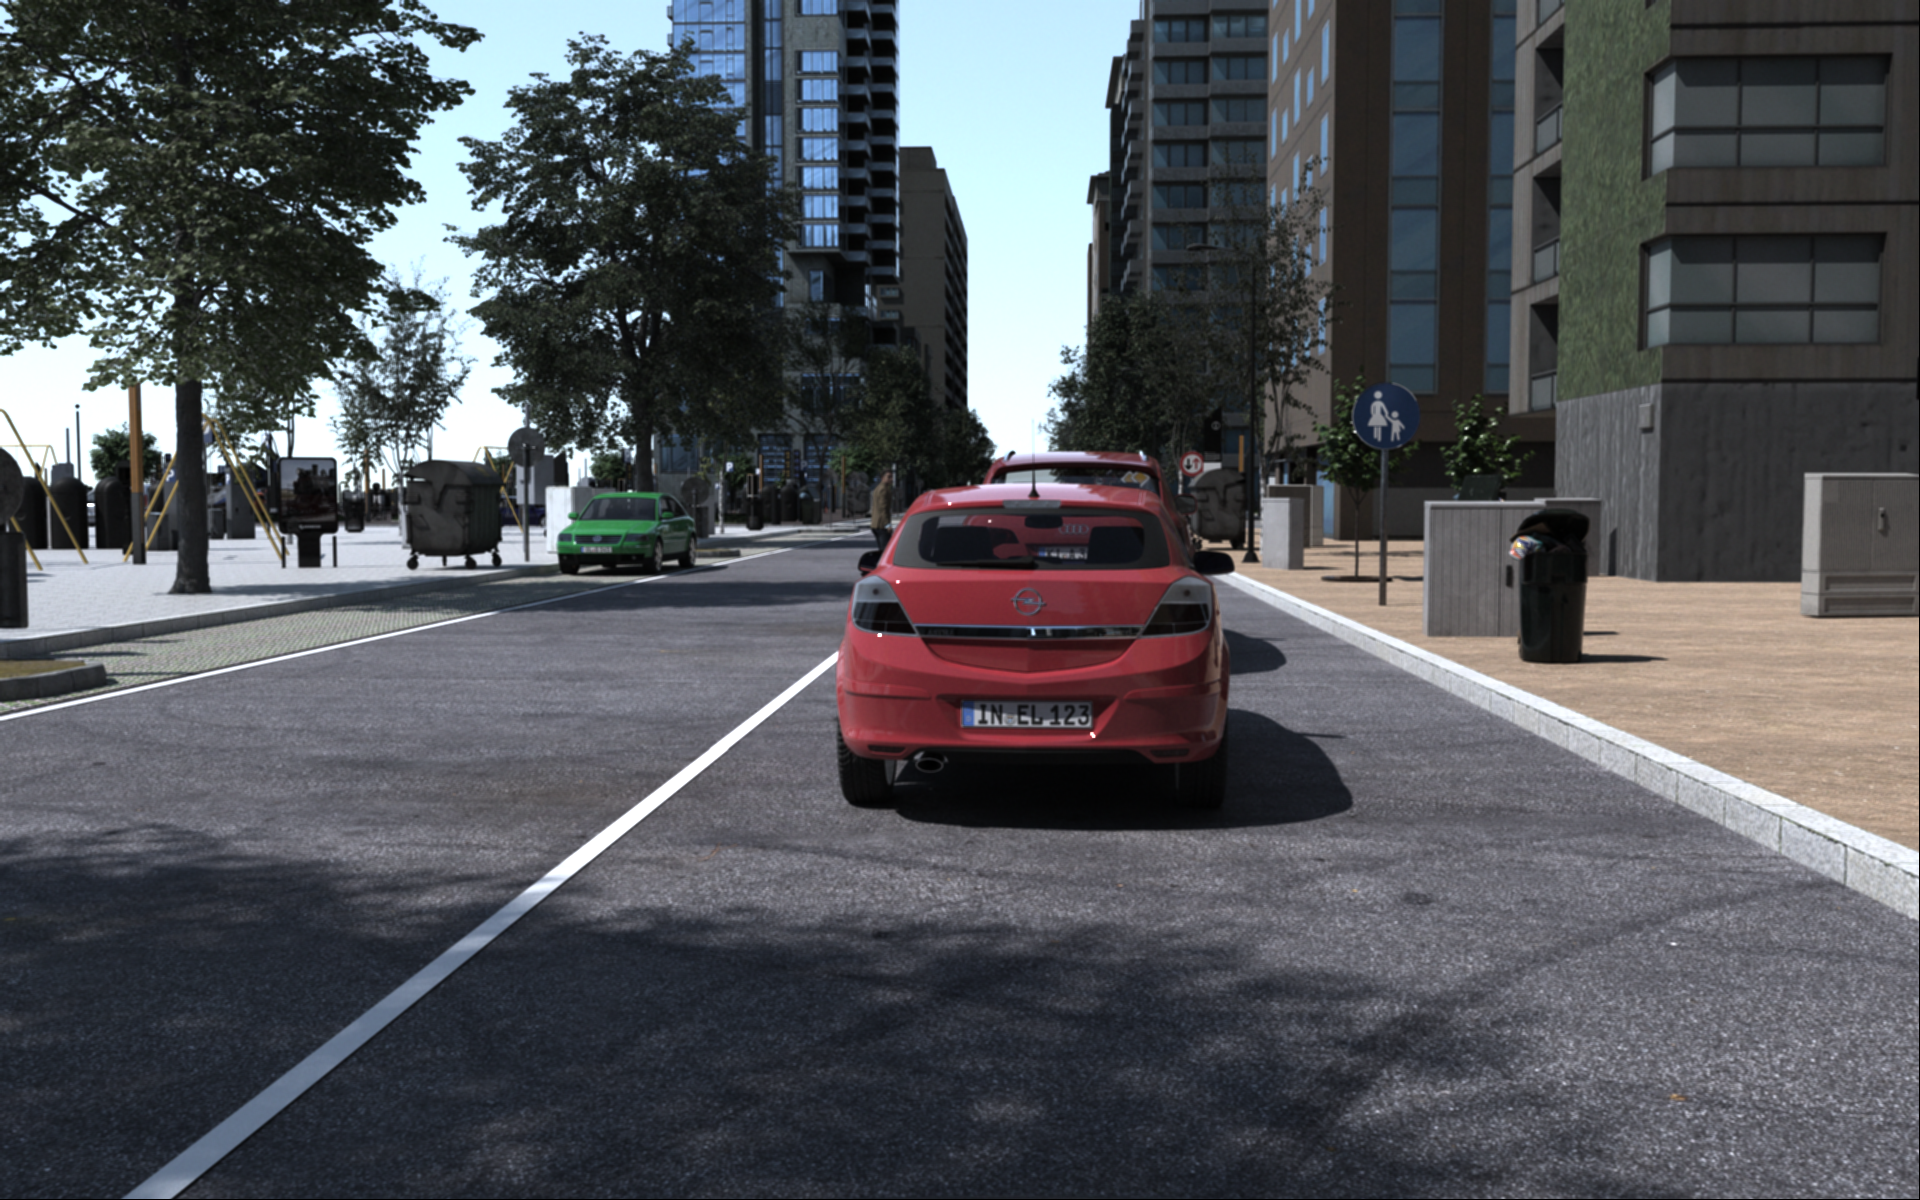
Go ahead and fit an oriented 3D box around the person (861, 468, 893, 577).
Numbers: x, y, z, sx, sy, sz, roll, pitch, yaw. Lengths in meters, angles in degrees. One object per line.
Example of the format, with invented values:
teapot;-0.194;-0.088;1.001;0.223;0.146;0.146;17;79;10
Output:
person;-1.227;-1.149;27.194;0.656;1.842;0.836;3;5;40

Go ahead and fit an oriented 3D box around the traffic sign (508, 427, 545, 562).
traffic sign;-8.232;-2.003;32.862;0.768;2.556;0.104;1;4;12

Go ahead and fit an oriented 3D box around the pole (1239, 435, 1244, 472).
pole;9.775;-4.060;60.231;0.158;3.312;0.155;0;3;0

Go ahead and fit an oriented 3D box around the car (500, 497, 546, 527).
car;-17.515;-3.478;69.448;3.894;1.354;1.945;0;4;2

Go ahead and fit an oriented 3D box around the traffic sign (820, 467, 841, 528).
traffic sign;-4.818;-3.731;64.638;0.795;2.450;0.064;0;4;3

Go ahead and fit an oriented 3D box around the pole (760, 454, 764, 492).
pole;-10.195;-5.828;89.127;0.158;3.312;0.155;0;3;0

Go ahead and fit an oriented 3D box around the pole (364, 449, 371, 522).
pole;-27.110;-5.222;79.228;0.158;3.312;0.155;0;3;0

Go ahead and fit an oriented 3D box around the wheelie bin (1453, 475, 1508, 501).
wheelie bin;8.555;-1.255;28.433;0.980;1.594;0.693;3;5;40

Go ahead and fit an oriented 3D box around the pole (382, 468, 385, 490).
pole;-45.866;-8.809;137.873;0.158;3.312;0.155;0;3;0

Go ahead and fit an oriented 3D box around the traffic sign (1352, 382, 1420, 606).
traffic sign;4.866;-1.208;19.858;0.768;2.556;0.104;0;4;6

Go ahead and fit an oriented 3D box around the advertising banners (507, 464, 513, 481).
advertising banners;-25.937;-6.451;101.661;0.090;3.025;2.074;1;4;20

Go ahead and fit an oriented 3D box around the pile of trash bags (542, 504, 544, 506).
pile of trash bags;-20.390;-4.949;90.661;3.447;1.369;1.912;0;4;-3

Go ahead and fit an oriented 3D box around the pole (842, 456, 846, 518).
pole;-6.238;-6.061;92.941;0.158;3.312;0.155;0;3;0

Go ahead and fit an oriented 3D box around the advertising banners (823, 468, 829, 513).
advertising banners;-8.918;-7.297;115.497;0.090;3.025;2.074;-1;4;-15

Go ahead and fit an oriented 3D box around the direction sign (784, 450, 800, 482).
direction sign;-8.551;-5.882;88.164;0.876;3.537;0.379;2;4;25

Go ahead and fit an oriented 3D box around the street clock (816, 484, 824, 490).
street clock;-9.465;-6.889;117.202;0.471;2.002;0.358;-2;4;-23

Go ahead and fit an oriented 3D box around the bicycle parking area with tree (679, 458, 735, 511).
bicycle parking area with tree;-19.065;-9.028;134.611;9.016;4.147;8.231;-1;4;-21

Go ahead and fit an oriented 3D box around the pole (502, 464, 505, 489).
pole;-30.767;-7.519;116.776;0.158;3.312;0.155;0;3;0

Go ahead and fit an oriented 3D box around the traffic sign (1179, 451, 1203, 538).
traffic sign;6.829;-3.111;50.965;0.768;2.556;0.104;0;4;8

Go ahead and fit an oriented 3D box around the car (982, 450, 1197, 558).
car;1.081;-0.450;16.023;2.281;1.827;5.304;0;4;4

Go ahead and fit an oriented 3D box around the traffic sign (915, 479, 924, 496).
traffic sign;-3.357;-8.796;143.918;0.768;2.556;0.104;0;4;5

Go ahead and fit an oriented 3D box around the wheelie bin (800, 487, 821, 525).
wheelie bin;-6.301;-3.955;72.568;0.693;1.594;0.980;2;4;25

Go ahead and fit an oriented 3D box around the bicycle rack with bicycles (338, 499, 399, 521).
bicycle rack with bicycles;-28.722;-4.338;84.309;2.925;0.926;2.852;0;4;-1

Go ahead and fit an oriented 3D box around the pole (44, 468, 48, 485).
pole;-71.273;-8.640;135.115;0.158;3.312;0.155;0;3;0

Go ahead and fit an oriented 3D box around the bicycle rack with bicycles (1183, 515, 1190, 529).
bicycle rack with bicycles;8.097;-2.902;60.831;2.925;0.926;2.852;0;4;2

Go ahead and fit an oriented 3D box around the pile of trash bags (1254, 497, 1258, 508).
pile of trash bags;21.599;-7.292;128.982;1.912;1.369;3.447;-1;4;-18

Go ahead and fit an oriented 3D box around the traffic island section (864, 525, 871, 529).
traffic island section;-4.453;-3.082;72.677;2.009;0.180;2.903;0;4;3

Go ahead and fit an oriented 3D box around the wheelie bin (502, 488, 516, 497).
wheelie bin;-22.832;-4.921;88.359;0.980;1.594;0.693;-1;4;-12

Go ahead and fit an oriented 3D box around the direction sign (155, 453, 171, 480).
direction sign;-44.394;-6.397;96.595;0.876;3.537;0.379;0;4;-1

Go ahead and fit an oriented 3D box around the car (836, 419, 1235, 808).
car;0.449;-0.025;9.451;2.155;1.783;4.494;0;4;4

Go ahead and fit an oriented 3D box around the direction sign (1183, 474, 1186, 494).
direction sign;18.106;-9.066;140.229;0.379;3.537;0.876;2;4;26

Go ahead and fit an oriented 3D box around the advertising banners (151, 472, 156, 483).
advertising banners;-64.243;-8.574;136.371;2.074;3.025;0.090;0;4;-3

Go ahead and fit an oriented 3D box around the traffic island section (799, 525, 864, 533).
traffic island section;-4.842;-2.595;64.701;2.009;0.180;2.903;0;4;3

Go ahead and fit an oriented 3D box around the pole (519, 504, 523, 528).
pole;-16.642;-4.394;65.693;0.158;3.312;0.155;0;3;0

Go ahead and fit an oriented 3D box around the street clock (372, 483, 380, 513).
street clock;-37.381;-6.508;110.970;0.358;2.002;0.471;2;4;25

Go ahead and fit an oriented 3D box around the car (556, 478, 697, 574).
car;-6.128;-1.429;32.166;1.959;1.807;4.718;0;4;4

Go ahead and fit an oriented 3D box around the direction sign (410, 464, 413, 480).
direction sign;-36.439;-7.528;115.087;0.379;3.537;0.876;0;4;-7

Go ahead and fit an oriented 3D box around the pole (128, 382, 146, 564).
pole;-14.996;-2.307;31.558;0.158;3.312;0.155;0;3;0

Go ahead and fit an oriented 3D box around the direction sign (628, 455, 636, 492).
direction sign;-18.808;-6.591;99.756;0.876;3.537;0.379;0;4;-3

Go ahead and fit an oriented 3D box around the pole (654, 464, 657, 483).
pole;-20.547;-7.524;116.857;0.158;3.312;0.155;0;3;0

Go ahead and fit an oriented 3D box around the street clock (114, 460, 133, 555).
street clock;-17.592;-1.961;36.628;0.471;2.002;0.358;1;4;14

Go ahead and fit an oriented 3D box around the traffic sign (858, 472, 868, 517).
traffic sign;-5.589;-6.021;98.554;0.768;2.556;0.104;1;4;10

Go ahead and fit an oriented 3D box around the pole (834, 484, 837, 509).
pole;-10.585;-9.374;147.108;0.158;3.312;0.155;0;3;0

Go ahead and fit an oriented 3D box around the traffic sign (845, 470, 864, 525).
traffic sign;-4.429;-4.218;72.614;0.795;2.450;0.064;0;4;3

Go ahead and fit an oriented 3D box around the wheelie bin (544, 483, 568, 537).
wheelie bin;-11.992;-2.667;51.513;0.980;1.594;0.693;1;4;10

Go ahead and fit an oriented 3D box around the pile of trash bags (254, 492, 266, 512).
pile of trash bags;-54.991;-7.627;134.459;1.912;1.369;3.447;-3;5;-40
